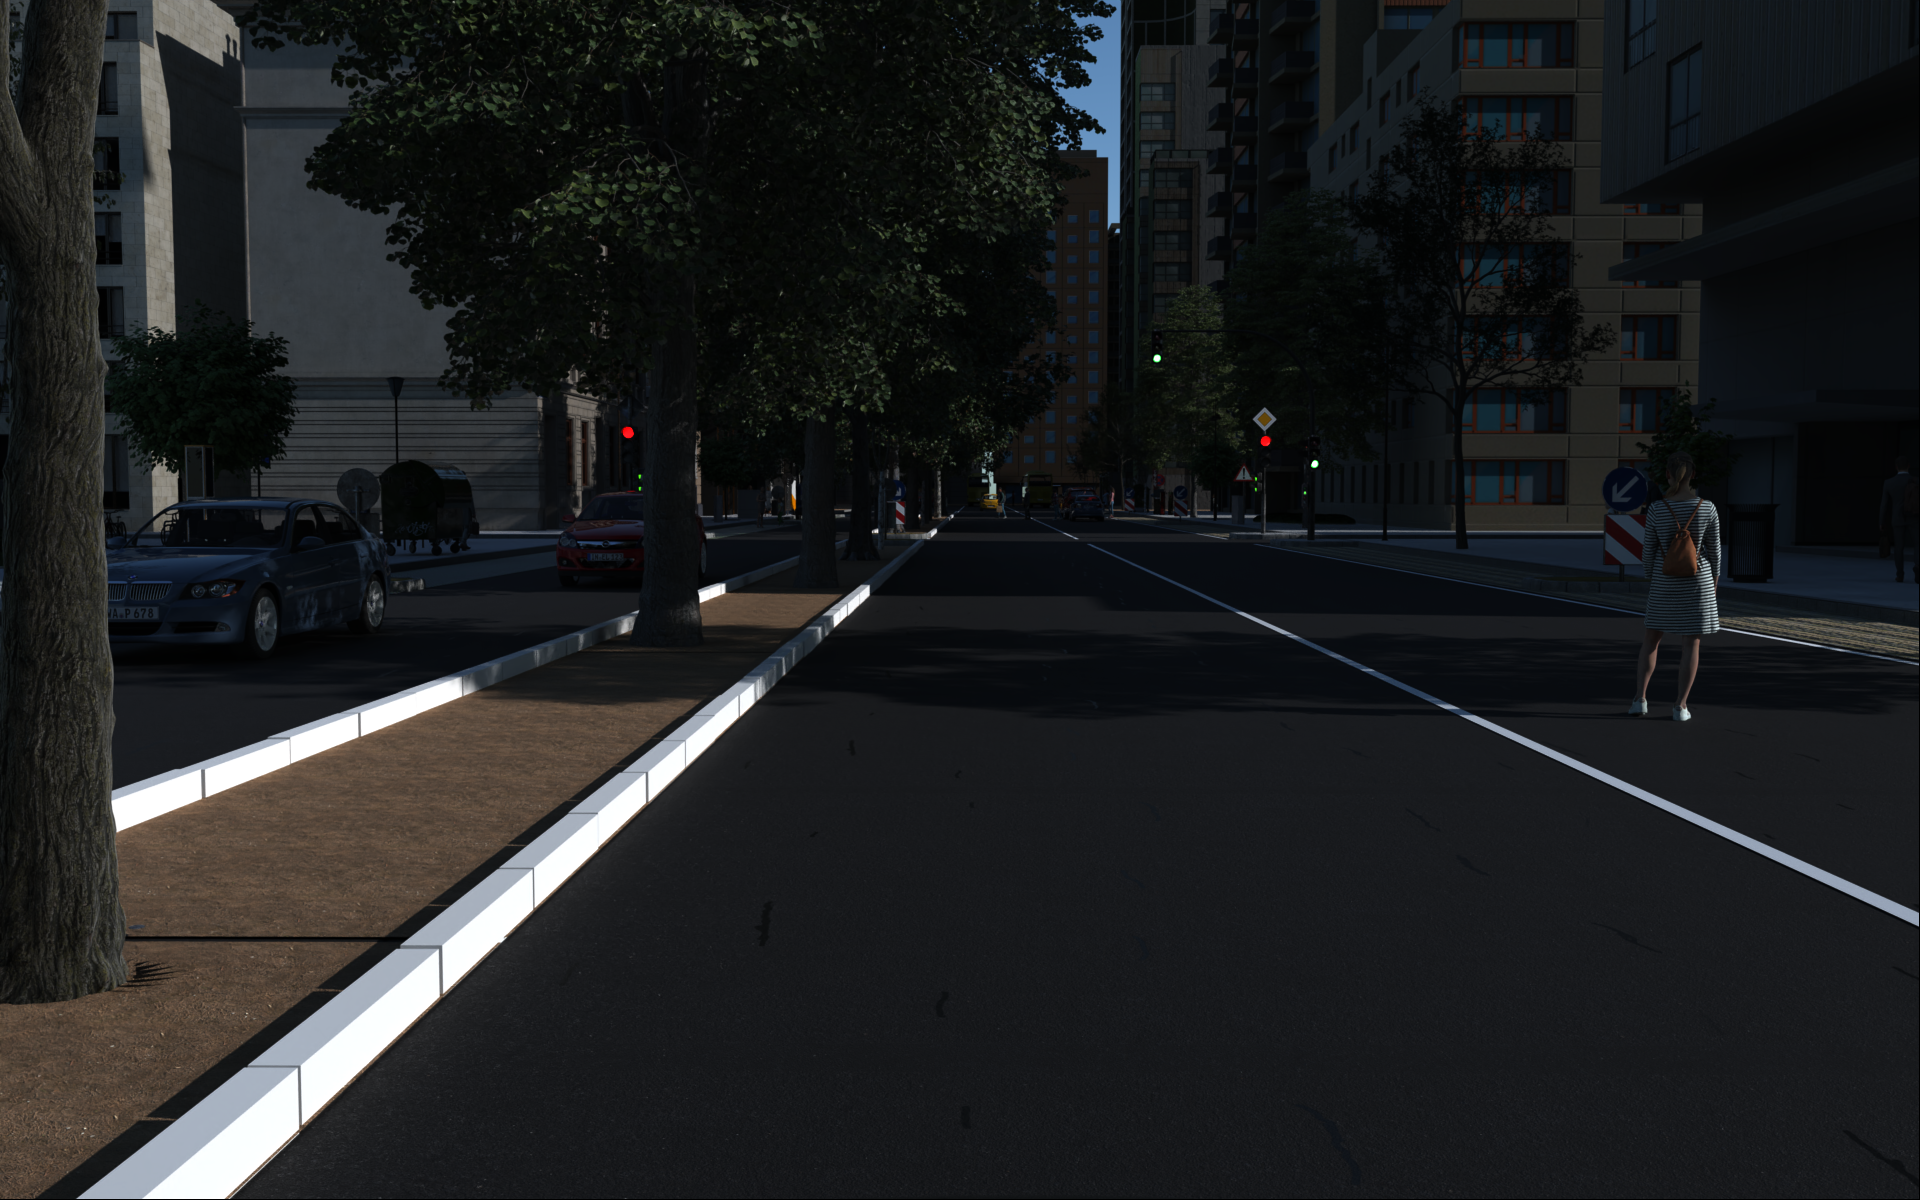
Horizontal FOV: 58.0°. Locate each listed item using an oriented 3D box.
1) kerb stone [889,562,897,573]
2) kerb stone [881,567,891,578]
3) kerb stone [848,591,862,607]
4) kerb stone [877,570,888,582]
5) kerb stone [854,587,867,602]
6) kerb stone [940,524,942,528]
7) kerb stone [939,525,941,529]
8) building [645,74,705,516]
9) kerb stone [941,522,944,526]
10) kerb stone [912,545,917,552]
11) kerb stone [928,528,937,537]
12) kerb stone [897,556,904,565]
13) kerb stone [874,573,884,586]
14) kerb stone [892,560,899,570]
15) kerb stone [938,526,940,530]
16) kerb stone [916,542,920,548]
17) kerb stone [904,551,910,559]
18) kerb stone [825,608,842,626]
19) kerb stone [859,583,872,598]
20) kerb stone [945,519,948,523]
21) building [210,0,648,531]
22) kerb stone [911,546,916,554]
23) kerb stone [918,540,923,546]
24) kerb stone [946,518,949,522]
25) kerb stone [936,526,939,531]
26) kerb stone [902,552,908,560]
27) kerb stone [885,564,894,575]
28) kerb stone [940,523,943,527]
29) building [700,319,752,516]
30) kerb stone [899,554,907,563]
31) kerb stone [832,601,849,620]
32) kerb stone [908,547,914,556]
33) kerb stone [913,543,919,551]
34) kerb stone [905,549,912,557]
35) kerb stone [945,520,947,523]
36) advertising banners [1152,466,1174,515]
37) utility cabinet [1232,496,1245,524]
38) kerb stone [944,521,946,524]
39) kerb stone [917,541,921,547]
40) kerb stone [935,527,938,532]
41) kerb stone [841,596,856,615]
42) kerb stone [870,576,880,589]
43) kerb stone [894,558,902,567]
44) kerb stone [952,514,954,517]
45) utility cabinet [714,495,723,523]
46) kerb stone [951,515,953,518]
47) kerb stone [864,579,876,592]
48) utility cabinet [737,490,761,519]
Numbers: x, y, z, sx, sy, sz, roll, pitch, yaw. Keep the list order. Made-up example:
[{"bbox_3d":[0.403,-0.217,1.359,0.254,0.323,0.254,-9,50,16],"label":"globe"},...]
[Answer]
[{"bbox_3d":[-1.267,-0.533,31.052,0.120,0.150,1.000,0,4,1],"label":"kerb stone"},{"bbox_3d":[-1.285,-0.416,29.003,0.120,0.150,1.000,0,4,1],"label":"kerb stone"},{"bbox_3d":[-1.362,0.022,21.836,0.120,0.150,1.000,0,4,1],"label":"kerb stone"},{"bbox_3d":[-1.297,-0.353,27.973,0.120,0.150,1.000,0,4,1],"label":"kerb stone"},{"bbox_3d":[-1.349,-0.041,22.858,0.120,0.150,1.000,0,4,1],"label":"kerb stone"},{"bbox_3d":[-0.879,-2.834,68.534,0.120,0.150,1.000,0,4,1],"label":"kerb stone"},{"bbox_3d":[-0.905,-2.708,66.478,0.120,0.150,1.000,0,4,1],"label":"kerb stone"},{"bbox_3d":[-21.282,-18.615,90.254,13.634,28.700,20.117,0,4,1],"label":"building"},{"bbox_3d":[-0.848,-3.022,71.605,0.120,0.150,1.000,0,4,1],"label":"kerb stone"},{"bbox_3d":[-1.156,-1.168,41.298,0.120,0.150,1.000,0,4,1],"label":"kerb stone"},{"bbox_3d":[-0.970,-2.327,60.327,0.120,0.150,1.000,0,4,1],"label":"kerb stone"},{"bbox_3d":[-1.237,-0.729,34.117,0.120,0.150,1.000,0,4,1],"label":"kerb stone"},{"bbox_3d":[-1.302,-0.288,26.949,0.120,0.150,1.000,0,4,1],"label":"kerb stone"},{"bbox_3d":[-1.250,-0.600,32.074,0.120,0.150,1.000,0,4,1],"label":"kerb stone"},{"bbox_3d":[-0.923,-2.583,64.429,0.120,0.150,1.000,0,4,1],"label":"kerb stone"},{"bbox_3d":[-1.134,-1.293,43.342,0.120,0.150,1.000,0,4,1],"label":"kerb stone"},{"bbox_3d":[-1.202,-0.915,37.202,0.120,0.150,1.000,0,4,1],"label":"kerb stone"},{"bbox_3d":[-1.400,0.217,18.748,0.120,0.150,1.000,0,4,1],"label":"kerb stone"},{"bbox_3d":[-1.340,-0.103,23.884,0.120,0.150,1.000,0,4,1],"label":"kerb stone"},{"bbox_3d":[-0.758,-3.524,79.813,0.120,0.150,1.000,0,4,1],"label":"kerb stone"},{"bbox_3d":[-19.560,-14.269,69.448,11.583,22.565,21.152,0,4,1],"label":"building"},{"bbox_3d":[-1.168,-1.104,40.277,0.120,0.150,1.000,0,4,1],"label":"kerb stone"},{"bbox_3d":[-1.122,-1.420,45.406,0.120,0.150,1.000,0,4,1],"label":"kerb stone"},{"bbox_3d":[-0.732,-3.712,82.889,0.120,0.150,1.000,0,4,1],"label":"kerb stone"},{"bbox_3d":[-0.932,-2.521,63.407,0.120,0.150,1.000,0,4,1],"label":"kerb stone"},{"bbox_3d":[-1.210,-0.851,36.180,0.120,0.150,1.000,0,4,1],"label":"kerb stone"},{"bbox_3d":[-1.274,-0.479,30.025,0.120,0.150,1.000,0,4,1],"label":"kerb stone"},{"bbox_3d":[-0.867,-2.897,69.557,0.120,0.150,1.000,0,4,1],"label":"kerb stone"},{"bbox_3d":[-20.234,-17.044,108.350,12.332,23.373,15.834,0,4,1],"label":"building"},{"bbox_3d":[-1.217,-0.790,35.143,0.120,0.150,1.000,0,4,1],"label":"kerb stone"},{"bbox_3d":[-1.389,0.149,19.783,0.120,0.150,1.000,0,4,1],"label":"kerb stone"},{"bbox_3d":[-1.186,-1.043,39.255,0.120,0.150,1.000,0,4,1],"label":"kerb stone"},{"bbox_3d":[-1.144,-1.231,42.320,0.120,0.150,1.000,0,4,1],"label":"kerb stone"},{"bbox_3d":[-1.191,-0.977,38.224,0.120,0.150,1.000,0,4,1],"label":"kerb stone"},{"bbox_3d":[-0.785,-3.399,77.767,0.120,0.150,1.000,0,4,1],"label":"kerb stone"},{"bbox_3d":[12.384,-6.697,105.685,0.090,3.025,2.074,-2,4,-34],"label":"advertising banners"},{"bbox_3d":[11.810,-3.812,73.496,0.306,1.237,1.020,0,4,-7],"label":"utility cabinet"},{"bbox_3d":[-0.811,-3.271,75.721,0.120,0.150,1.000,0,4,1],"label":"kerb stone"},{"bbox_3d":[-1.130,-1.357,44.379,0.120,0.150,1.000,0,4,1],"label":"kerb stone"},{"bbox_3d":[-0.955,-2.395,61.360,0.120,0.150,1.000,0,4,1],"label":"kerb stone"},{"bbox_3d":[-1.370,0.084,20.815,0.120,0.150,1.000,0,4,1],"label":"kerb stone"},{"bbox_3d":[-1.318,-0.225,25.928,0.120,0.150,1.000,0,4,1],"label":"kerb stone"},{"bbox_3d":[-1.239,-0.667,33.095,0.120,0.150,1.000,0,4,1],"label":"kerb stone"},{"bbox_3d":[-0.567,-4.716,99.307,0.120,0.150,1.000,0,4,1],"label":"kerb stone"},{"bbox_3d":[-10.969,-4.120,78.516,0.306,1.237,1.020,-1,4,-15],"label":"utility cabinet"},{"bbox_3d":[-0.611,-4.465,95.200,0.120,0.150,1.000,0,4,1],"label":"kerb stone"},{"bbox_3d":[-1.332,-0.166,24.906,0.120,0.150,1.000,0,4,1],"label":"kerb stone"},{"bbox_3d":[-10.919,-4.952,89.640,1.173,1.500,0.318,-1,4,-11],"label":"utility cabinet"}]
